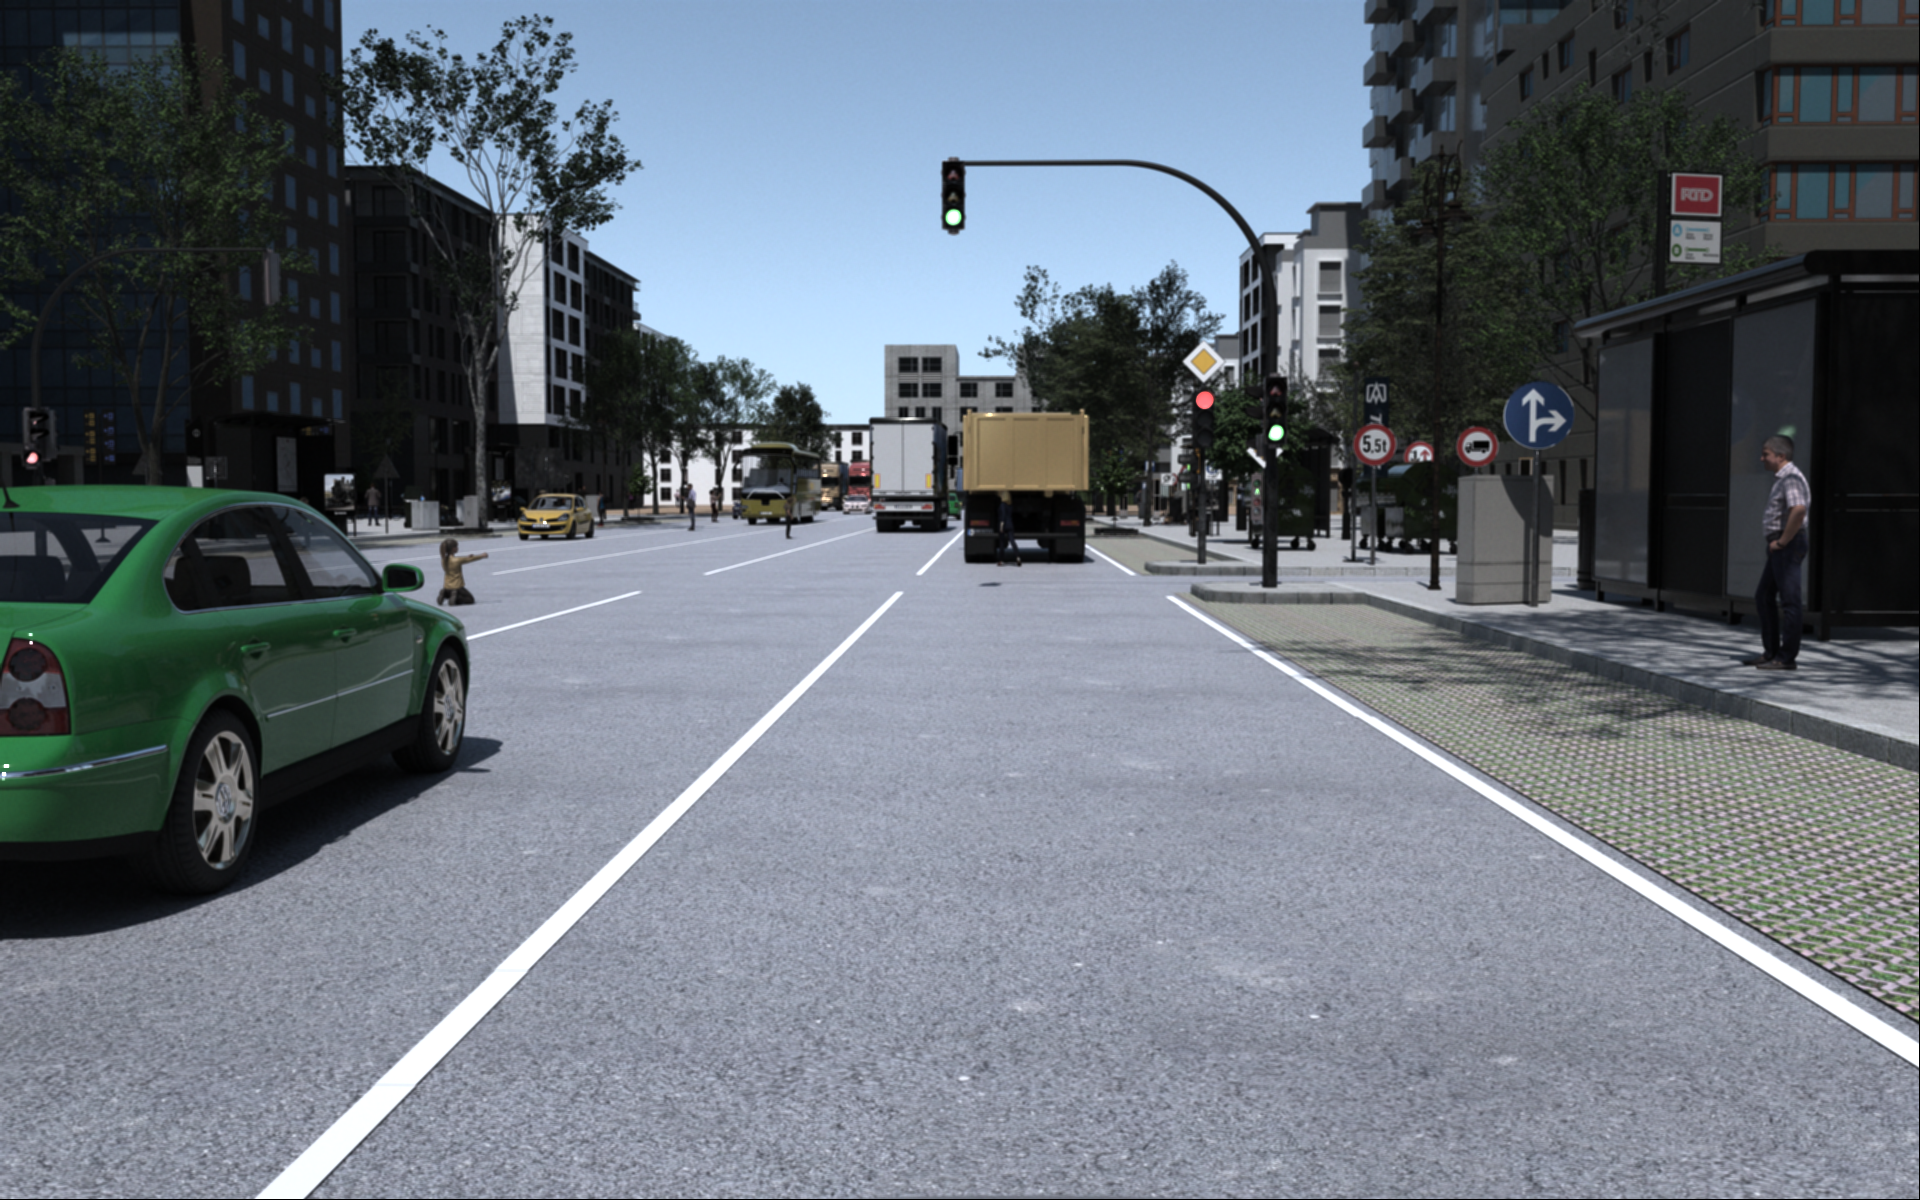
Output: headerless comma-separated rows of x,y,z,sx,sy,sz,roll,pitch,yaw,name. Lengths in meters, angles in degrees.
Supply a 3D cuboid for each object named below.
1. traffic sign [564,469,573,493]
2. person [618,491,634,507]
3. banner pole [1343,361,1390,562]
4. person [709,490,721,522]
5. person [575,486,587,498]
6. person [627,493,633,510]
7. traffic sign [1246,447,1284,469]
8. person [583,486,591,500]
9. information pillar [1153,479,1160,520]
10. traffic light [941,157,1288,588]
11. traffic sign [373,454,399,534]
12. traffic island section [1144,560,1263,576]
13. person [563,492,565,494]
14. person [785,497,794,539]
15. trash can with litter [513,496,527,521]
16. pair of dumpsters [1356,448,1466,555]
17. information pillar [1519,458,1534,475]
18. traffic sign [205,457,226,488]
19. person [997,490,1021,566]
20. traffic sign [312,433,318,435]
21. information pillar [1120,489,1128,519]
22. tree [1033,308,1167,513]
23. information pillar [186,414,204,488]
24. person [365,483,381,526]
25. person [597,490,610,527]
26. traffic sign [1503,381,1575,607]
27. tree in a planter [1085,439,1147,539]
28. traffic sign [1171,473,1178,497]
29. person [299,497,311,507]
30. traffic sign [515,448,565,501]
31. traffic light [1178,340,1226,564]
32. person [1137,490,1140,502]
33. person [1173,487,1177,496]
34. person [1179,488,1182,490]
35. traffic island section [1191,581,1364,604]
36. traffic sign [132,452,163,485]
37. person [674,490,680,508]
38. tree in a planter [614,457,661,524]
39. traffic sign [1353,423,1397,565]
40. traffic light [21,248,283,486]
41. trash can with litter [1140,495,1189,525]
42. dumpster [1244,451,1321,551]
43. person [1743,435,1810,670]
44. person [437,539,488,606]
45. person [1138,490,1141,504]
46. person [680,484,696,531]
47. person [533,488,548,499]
-20.179,-5.410,88.565,0.768,2.556,0.104,0,4,6,traffic sign
-28.002,-8.509,145.177,1.348,1.822,0.705,-1,4,-10,person
7.670,-2.607,32.635,0.863,3.779,0.401,2,4,24,banner pole
-12.556,-4.831,88.943,0.566,1.644,0.517,2,4,30,person
-25.166,-6.655,114.876,1.348,1.821,0.705,-2,4,-24,person
-26.203,-8.039,138.164,1.217,1.739,0.721,1,4,13,person
6.482,-2.265,36.764,0.795,2.593,0.064,0,4,3,traffic sign
-25.625,-6.847,118.123,1.348,1.807,0.705,-1,4,-10,person
9.620,-4.912,84.799,0.304,2.012,0.304,0,4,-6,information pillar
2.137,-2.993,23.609,4.771,5.953,1.251,0,4,1,traffic light
-18.586,-3.431,56.100,0.884,2.594,0.081,0,4,6,traffic sign
4.460,-0.582,31.797,2.009,0.180,2.903,0,4,1,traffic island section
-28.434,-7.031,124.256,0.557,1.426,1.065,2,4,24,person
-5.493,-2.652,55.772,0.340,1.345,0.435,-2,4,-35,person
-20.206,-4.211,80.244,1.055,1.170,0.624,3,4,36,trash can with litter
9.944,-2.202,38.504,1.574,2.255,4.437,0,4,1,pair of dumpsters
11.575,-1.881,35.243,0.304,2.012,0.304,-3,4,-36,information pillar
-20.427,-2.779,47.564,0.606,2.300,0.079,0,4,7,traffic sign
0.975,-1.429,34.401,0.613,1.512,0.480,2,4,26,person
-22.269,-3.883,57.366,2.265,3.308,0.079,0,4,5,traffic sign
8.595,-5.288,90.946,0.304,2.012,0.304,-3,4,-39,information pillar
9.275,-12.813,116.152,9.857,13.997,8.962,0,3,0,tree
-22.428,-3.638,50.837,0.504,3.616,0.183,0,4,6,information pillar
-23.826,-3.884,70.369,0.655,1.722,0.431,0,4,-2,person
-15.700,-4.010,75.938,0.662,1.594,0.647,1,4,22,person
6.532,-1.193,19.618,0.768,2.556,0.104,1,4,11,traffic sign
5.049,-3.617,56.359,1.991,3.239,1.994,0,4,1,tree in a planter
12.808,-6.403,104.788,0.768,2.556,0.104,1,4,10,traffic sign
-17.422,-2.060,46.085,0.340,1.345,0.435,-3,5,-45,person
-18.519,-5.041,76.296,2.265,3.308,0.079,0,4,8,traffic sign
4.420,-2.615,31.684,0.839,4.253,0.868,0,4,1,traffic light
18.556,-10.518,178.795,0.721,1.735,1.217,3,4,38,person
15.574,-7.194,124.184,0.721,1.766,1.217,-1,4,-13,person
19.977,-9.216,156.860,1.348,1.807,0.705,-2,4,-35,person
4.270,-0.094,23.814,2.009,0.180,2.903,0,4,1,traffic island section
-22.225,-2.897,47.363,0.884,2.594,0.081,0,4,6,traffic sign
-26.714,-9.606,164.035,0.436,1.711,0.756,-3,4,-38,person
-15.604,-5.310,84.044,1.991,3.239,1.994,0,4,1,tree in a planter
7.450,-1.901,31.190,0.768,2.556,0.104,0,4,7,traffic sign
-15.022,-3.517,32.164,4.771,5.953,1.251,0,4,1,traffic light
8.651,-3.765,72.621,2.233,1.210,1.678,1,4,17,trash can with litter
7.421,-2.285,39.854,1.502,2.255,1.985,0,4,1,dumpster
5.956,-0.346,12.641,0.436,1.711,0.756,2,4,28,person
-6.468,-0.368,22.443,0.347,0.859,0.695,2,4,27,person
17.533,-9.879,168.481,0.530,1.710,0.541,1,4,17,person
-10.674,-3.647,67.989,0.599,1.838,0.709,-1,4,-19,person
-27.964,-6.733,116.133,1.348,1.823,0.705,0,4,-4,person
